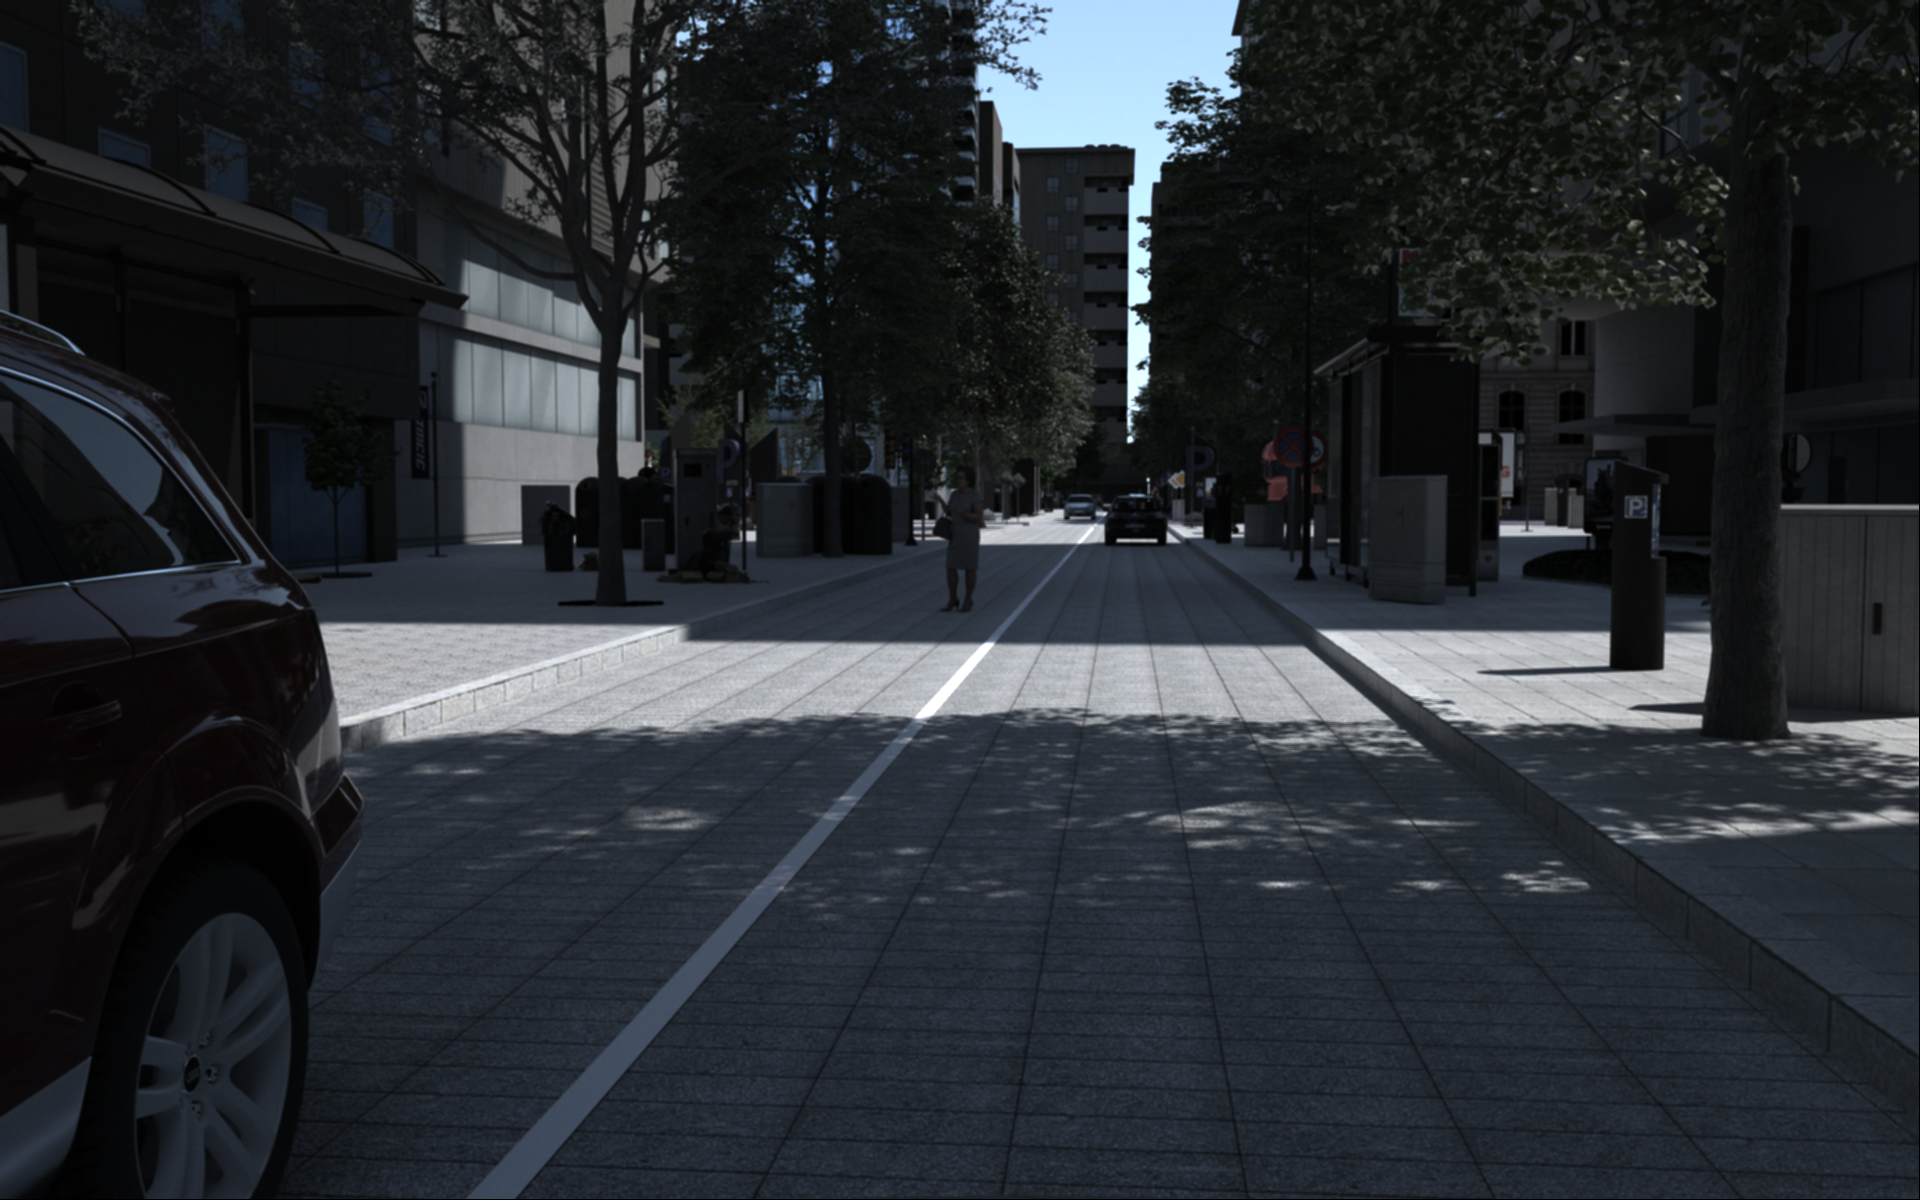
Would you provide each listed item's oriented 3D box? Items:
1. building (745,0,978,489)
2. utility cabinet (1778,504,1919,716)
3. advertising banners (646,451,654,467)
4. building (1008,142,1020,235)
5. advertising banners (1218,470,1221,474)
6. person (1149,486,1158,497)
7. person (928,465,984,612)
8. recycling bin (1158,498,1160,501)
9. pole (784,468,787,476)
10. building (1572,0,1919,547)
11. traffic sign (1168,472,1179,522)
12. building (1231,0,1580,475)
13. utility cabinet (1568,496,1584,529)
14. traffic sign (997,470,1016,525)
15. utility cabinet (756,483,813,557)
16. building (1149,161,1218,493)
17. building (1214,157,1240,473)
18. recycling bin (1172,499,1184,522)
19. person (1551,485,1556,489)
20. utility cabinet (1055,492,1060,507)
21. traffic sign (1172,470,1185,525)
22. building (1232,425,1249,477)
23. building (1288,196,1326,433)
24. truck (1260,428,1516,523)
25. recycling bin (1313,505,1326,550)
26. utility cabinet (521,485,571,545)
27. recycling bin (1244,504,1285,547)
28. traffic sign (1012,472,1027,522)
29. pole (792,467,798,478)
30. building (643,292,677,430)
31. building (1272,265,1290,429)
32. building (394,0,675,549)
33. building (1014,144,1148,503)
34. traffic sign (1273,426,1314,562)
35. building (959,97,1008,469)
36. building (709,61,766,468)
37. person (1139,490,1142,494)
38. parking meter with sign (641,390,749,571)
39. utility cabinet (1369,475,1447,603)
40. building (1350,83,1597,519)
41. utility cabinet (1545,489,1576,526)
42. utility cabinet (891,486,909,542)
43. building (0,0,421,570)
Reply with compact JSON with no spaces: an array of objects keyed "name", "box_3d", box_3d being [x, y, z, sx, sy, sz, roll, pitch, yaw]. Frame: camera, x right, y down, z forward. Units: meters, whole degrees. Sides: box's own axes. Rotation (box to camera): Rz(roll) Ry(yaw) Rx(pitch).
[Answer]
[{"name":"building","box_3d":[-8.348,-52.491,170.896,22.319,86.520,31.000,0,4,5]},{"name":"utility cabinet","box_3d":[5.295,0.050,10.343,1.020,1.237,0.306,3,4,38]},{"name":"advertising banners","box_3d":[-12.924,-4.513,69.982,0.090,3.025,2.074,1,4,23]},{"name":"building","box_3d":[-0.070,-34.662,216.840,14.200,45.320,14.600,0,4,5]},{"name":"advertising banners","box_3d":[18.795,-8.004,127.058,0.090,3.025,2.074,0,4,-8]},{"name":"person","box_3d":[8.956,-4.363,80.082,0.600,1.795,0.529,-2,4,-35]},{"name":"person","box_3d":[-0.078,-0.747,21.076,0.716,1.782,0.532,3,4,38]},{"name":"recycling bin","box_3d":[14.459,-6.927,125.814,0.722,1.027,0.722,1,4,21]},{"name":"pole","box_3d":[-13.594,-8.641,135.125,0.158,3.312,0.155,0,3,0]},{"name":"building","box_3d":[29.371,-27.488,38.665,28.713,52.752,27.495,0,4,5]},{"name":"traffic sign","box_3d":[9.900,-4.633,79.394,0.795,2.450,0.064,0,4,5]},{"name":"building","box_3d":[41.711,-35.500,169.656,28.713,52.752,27.495,0,4,5]},{"name":"utility cabinet","box_3d":[23.125,-3.253,64.355,1.020,1.237,0.306,-1,4,-10]},{"name":"traffic sign","box_3d":[1.941,-4.190,72.142,0.795,2.450,0.064,0,4,5]},{"name":"utility cabinet","box_3d":[-3.577,-1.632,35.361,1.173,1.500,0.318,-3,4,-36]},{"name":"building","box_3d":[38.523,-38.553,254.046,21.600,48.544,21.300,0,4,5]},{"name":"building","box_3d":[38.266,-32.328,212.160,14.154,41.232,14.086,0,4,5]},{"name":"recycling bin","box_3d":[10.383,-4.194,81.128,0.722,1.027,0.722,1,4,21]},{"name":"person","box_3d":[24.636,-3.866,71.959,0.529,1.795,0.600,0,4,-1]},{"name":"utility cabinet","box_3d":[8.687,-8.883,153.914,0.318,1.500,1.173,1,4,12]},{"name":"traffic sign","box_3d":[9.151,-4.147,71.444,0.795,2.450,0.064,0,4,5]},{"name":"building","box_3d":[40.243,-46.203,193.668,20.563,71.187,20.611,0,4,5]},{"name":"building","box_3d":[26.253,-15.890,108.951,9.793,20.994,18.267,0,4,5]},{"name":"truck","box_3d":[18.100,-5.286,75.344,11.283,4.237,2.839,0,4,6]},{"name":"recycling bin","box_3d":[8.668,-1.680,40.025,0.722,1.027,0.722,-2,4,-31]},{"name":"utility cabinet","box_3d":[-10.343,-2.118,43.305,1.173,1.500,0.318,0,4,-7]},{"name":"recycling bin","box_3d":[7.469,-1.832,42.509,0.722,1.027,0.722,-2,4,-33]},{"name":"traffic sign","box_3d":[2.690,-4.676,80.092,0.795,2.450,0.064,0,4,5]},{"name":"pole","box_3d":[-12.646,-8.437,131.792,0.158,3.312,0.155,0,3,0]},{"name":"building","box_3d":[-47.041,-36.265,216.628,21.600,48.544,21.300,0,4,5]},{"name":"building","box_3d":[31.742,-19.335,135.214,14.460,24.649,34.723,0,4,5]},{"name":"building","box_3d":[-24.399,-28.181,50.004,27.495,52.752,28.713,0,4,5]},{"name":"building","box_3d":[14.475,-41.047,260.360,27.495,52.752,28.713,0,4,5]},{"name":"traffic sign","box_3d":[6.257,-1.985,32.566,0.768,2.556,0.104,1,4,9]},{"name":"building","box_3d":[-2.647,-33.282,194.276,14.600,45.320,14.200,0,4,5]},{"name":"building","box_3d":[-21.533,-38.031,211.051,27.495,52.752,28.713,0,4,5]},{"name":"person","box_3d":[15.127,-8.372,145.862,0.515,1.767,0.782,1,4,17]},{"name":"parking meter with sign","box_3d":[-4.435,-1.999,28.953,1.738,3.016,0.543,-1,4,-17]},{"name":"utility cabinet","box_3d":[5.297,-0.727,20.562,0.318,1.500,1.173,-1,4,-19]},{"name":"building","box_3d":[37.192,-16.666,91.573,34.723,24.649,14.460,0,4,5]},{"name":"utility cabinet","box_3d":[24.050,-3.712,69.374,1.173,1.500,0.318,1,4,17]},{"name":"utility cabinet","box_3d":[-1.850,-2.268,45.764,1.173,1.500,0.318,-3,5,-44]},{"name":"building","box_3d":[-17.928,-22.975,25.746,14.600,45.320,14.200,0,4,5]}]
